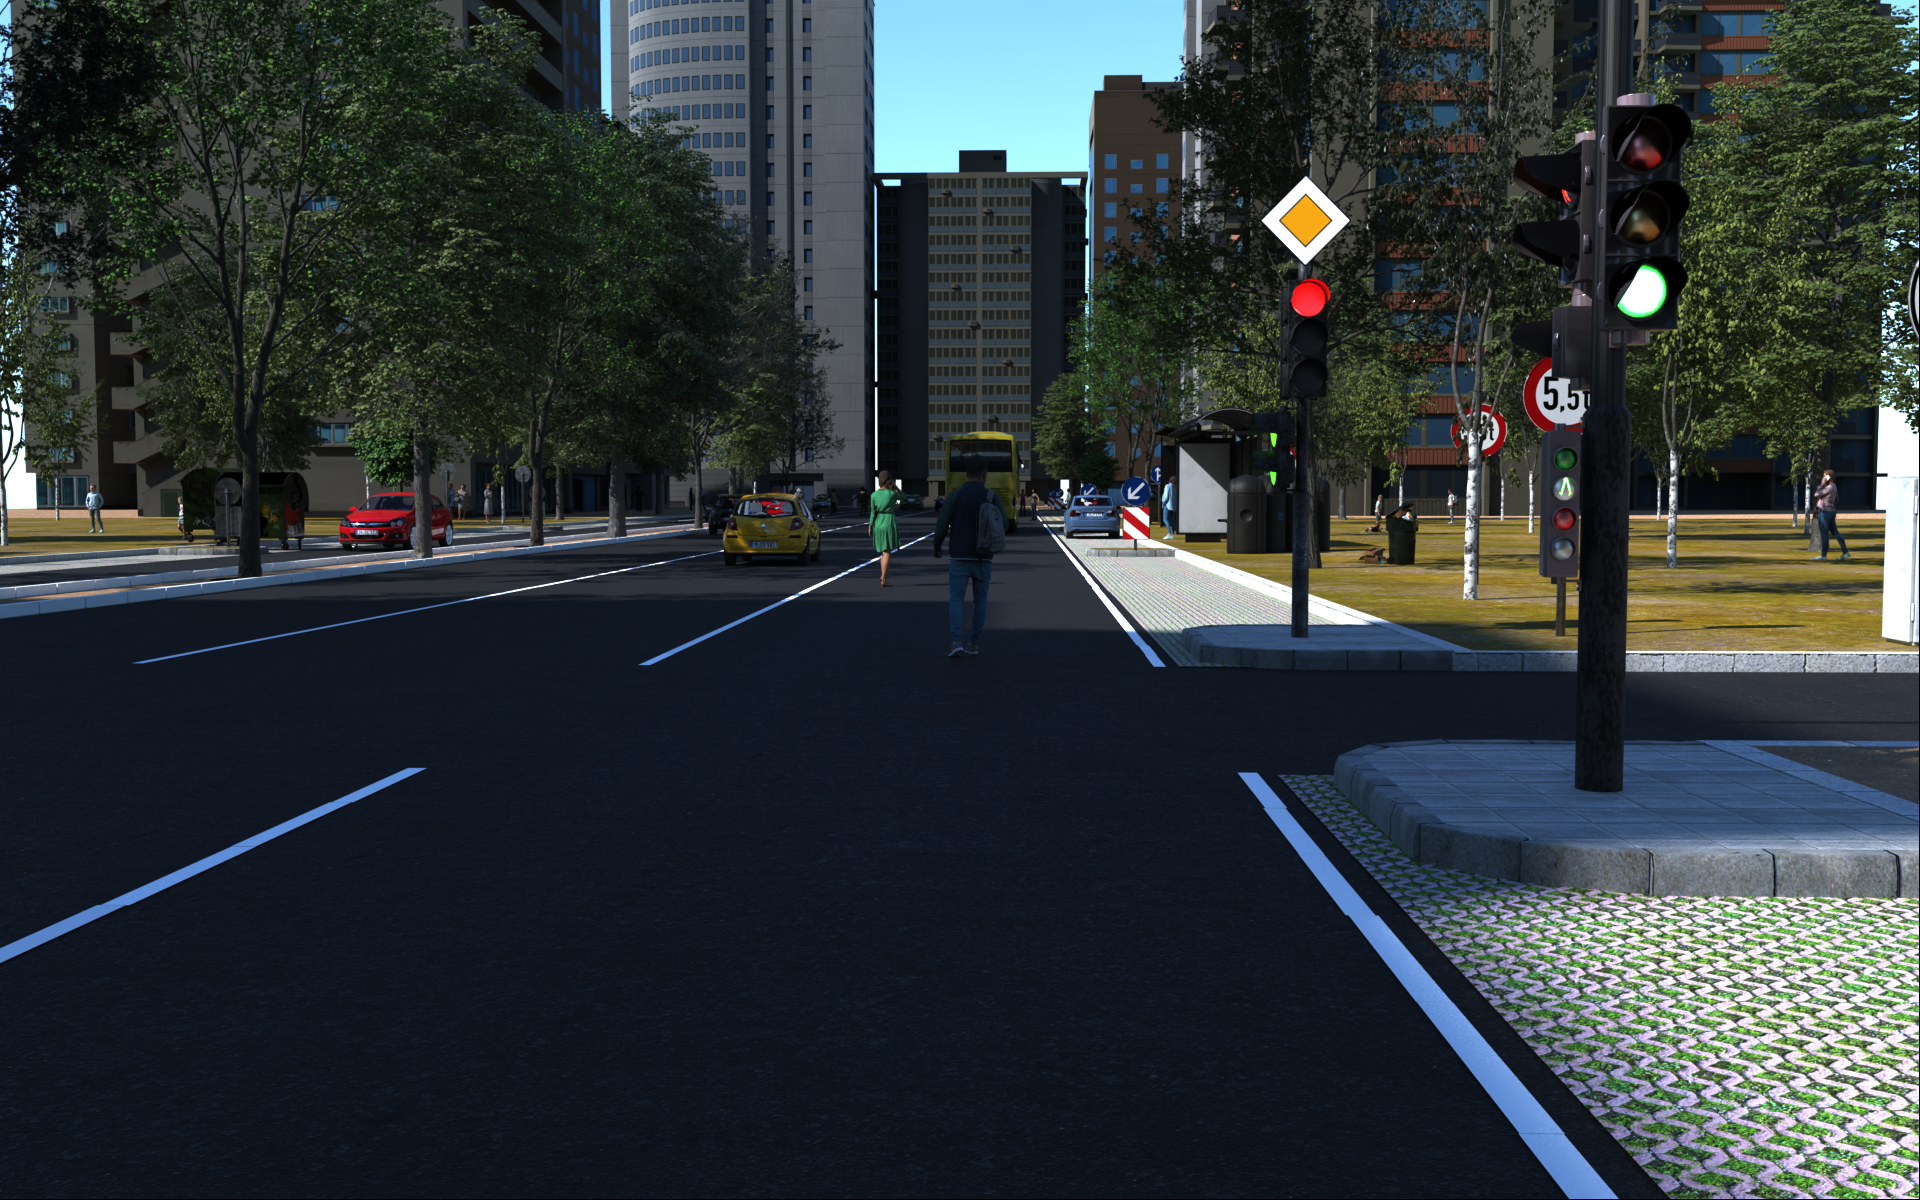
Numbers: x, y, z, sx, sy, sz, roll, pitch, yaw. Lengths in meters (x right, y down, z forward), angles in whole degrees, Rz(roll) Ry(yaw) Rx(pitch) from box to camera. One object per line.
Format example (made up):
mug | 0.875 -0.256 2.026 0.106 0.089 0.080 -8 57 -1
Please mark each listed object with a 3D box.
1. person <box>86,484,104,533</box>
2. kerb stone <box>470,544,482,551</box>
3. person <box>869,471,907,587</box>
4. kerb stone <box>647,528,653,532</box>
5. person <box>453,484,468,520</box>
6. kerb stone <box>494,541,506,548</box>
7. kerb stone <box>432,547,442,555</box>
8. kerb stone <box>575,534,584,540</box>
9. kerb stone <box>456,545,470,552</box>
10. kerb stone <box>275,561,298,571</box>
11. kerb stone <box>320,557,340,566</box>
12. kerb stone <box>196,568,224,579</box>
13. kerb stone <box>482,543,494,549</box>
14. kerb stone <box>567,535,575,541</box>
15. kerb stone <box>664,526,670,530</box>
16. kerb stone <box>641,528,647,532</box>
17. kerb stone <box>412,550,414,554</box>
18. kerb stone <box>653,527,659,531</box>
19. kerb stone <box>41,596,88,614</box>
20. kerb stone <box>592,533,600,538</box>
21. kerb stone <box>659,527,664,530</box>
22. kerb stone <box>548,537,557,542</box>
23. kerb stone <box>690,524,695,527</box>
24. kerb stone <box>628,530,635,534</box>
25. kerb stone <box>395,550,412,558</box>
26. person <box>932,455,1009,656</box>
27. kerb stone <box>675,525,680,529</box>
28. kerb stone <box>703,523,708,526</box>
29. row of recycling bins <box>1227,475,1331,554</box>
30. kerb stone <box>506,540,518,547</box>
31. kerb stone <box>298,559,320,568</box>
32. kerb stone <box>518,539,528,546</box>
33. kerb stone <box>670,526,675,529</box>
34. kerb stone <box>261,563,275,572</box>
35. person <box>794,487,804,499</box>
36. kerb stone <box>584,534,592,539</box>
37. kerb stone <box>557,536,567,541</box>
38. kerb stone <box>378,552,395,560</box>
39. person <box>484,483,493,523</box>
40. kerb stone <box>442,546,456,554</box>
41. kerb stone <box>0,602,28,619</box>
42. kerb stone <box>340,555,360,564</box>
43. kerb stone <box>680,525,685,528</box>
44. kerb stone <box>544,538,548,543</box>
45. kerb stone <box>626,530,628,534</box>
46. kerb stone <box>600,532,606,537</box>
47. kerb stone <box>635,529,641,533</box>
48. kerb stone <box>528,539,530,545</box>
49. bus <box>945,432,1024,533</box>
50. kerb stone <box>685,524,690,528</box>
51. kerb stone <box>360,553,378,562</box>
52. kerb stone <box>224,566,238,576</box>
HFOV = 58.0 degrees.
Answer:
person | -28.655 -3.026 57.323 0.589 1.601 0.330 0 4 4
kerb stone | -12.354 -1.320 43.771 0.120 0.150 1.000 0 4 2
person | -1.169 -1.113 26.944 0.600 1.795 0.529 1 4 16
kerb stone | -11.648 -2.572 64.262 0.120 0.150 1.000 0 4 2
person | -24.495 -4.803 84.933 0.716 1.782 0.532 0 4 -5
kerb stone | -12.275 -1.442 45.814 0.120 0.150 1.000 0 4 2
kerb stone | -12.453 -1.127 40.688 0.120 0.150 1.000 0 4 2
kerb stone | -11.990 -1.945 53.998 0.120 0.150 1.000 0 4 2
kerb stone | -12.379 -1.256 42.742 0.120 0.150 1.000 0 4 2
kerb stone | -12.737 -0.631 32.507 0.120 0.150 1.000 0 4 2
kerb stone | -12.674 -0.756 34.552 0.120 0.150 1.000 0 4 2
kerb stone | -12.843 -0.433 29.435 0.120 0.150 1.000 0 4 2
kerb stone | -12.319 -1.378 44.793 0.120 0.150 1.000 0 4 2
kerb stone | -12.036 -1.876 52.974 0.120 0.150 1.000 0 4 2
kerb stone | -11.547 -2.759 67.334 0.120 0.150 1.000 0 4 2
kerb stone | -11.683 -2.510 63.236 0.120 0.150 1.000 0 4 2
kerb stone | -12.487 -1.069 39.666 0.120 0.150 1.000 0 4 2
kerb stone | -11.617 -2.635 65.283 0.120 0.150 1.000 0 4 2
kerb stone | -11.025 0.064 21.174 0.120 0.150 1.000 0 4 2
kerb stone | -11.928 -2.068 56.052 0.120 0.150 1.000 0 4 2
kerb stone | -11.576 -2.695 66.308 0.120 0.150 1.000 0 4 2
kerb stone | -12.108 -1.757 50.928 0.120 0.150 1.000 0 4 2
kerb stone | -11.363 -3.074 72.458 0.120 0.150 1.000 0 4 2
kerb stone | -11.753 -2.384 61.185 0.120 0.150 1.000 0 4 2
kerb stone | -12.528 -1.006 38.642 0.120 0.150 1.000 0 4 2
person | 0.106 -0.402 15.420 0.623 1.781 0.721 -1 4 -17
kerb stone | -11.466 -2.886 69.377 0.120 0.150 1.000 0 4 2
kerb stone | -11.267 -3.262 75.525 0.120 0.150 1.000 0 4 2
row of recycling bins | 7.040 -1.911 38.364 1.069 1.692 3.534 3 5 42
kerb stone | -12.239 -1.507 46.835 0.120 0.150 1.000 0 4 2
kerb stone | -12.703 -0.691 33.530 0.120 0.150 1.000 0 4 2
kerb stone | -12.206 -1.568 47.860 0.120 0.150 1.000 0 4 2
kerb stone | -11.508 -2.820 68.355 0.120 0.150 1.000 0 4 2
kerb stone | -12.769 -0.568 31.477 0.120 0.150 1.000 0 4 2
person | -8.014 -4.749 86.333 0.537 1.800 0.526 1 4 9
kerb stone | -11.963 -2.008 55.028 0.120 0.150 1.000 0 4 2
kerb stone | -12.066 -1.820 51.951 0.120 0.150 1.000 0 4 2
kerb stone | -12.564 -0.943 37.618 0.120 0.150 1.000 0 4 2
person | -20.754 -4.272 76.462 0.524 1.755 0.480 1 4 21
kerb stone | -12.423 -1.190 41.716 0.120 0.150 1.000 0 4 2
kerb stone | -11.062 0.125 20.153 0.120 0.150 1.000 0 4 2
kerb stone | -12.633 -0.818 35.573 0.120 0.150 1.000 0 4 2
kerb stone | -11.435 -2.948 70.398 0.120 0.150 1.000 0 4 2
kerb stone | -12.136 -1.691 49.906 0.120 0.150 1.000 0 4 2
kerb stone | -11.787 -2.321 60.152 0.120 0.150 1.000 0 4 2
kerb stone | -11.896 -2.133 57.073 0.120 0.150 1.000 0 4 2
kerb stone | -11.713 -2.447 62.206 0.120 0.150 1.000 0 4 2
kerb stone | -12.172 -1.632 48.884 0.120 0.150 1.000 0 4 2
bus | 1.003 -4.630 67.249 2.896 3.916 12.252 0 4 3
kerb stone | -11.396 -3.011 71.430 0.120 0.150 1.000 0 4 2
kerb stone | -12.601 -0.881 36.596 0.120 0.150 1.000 0 4 2
kerb stone | -12.810 -0.502 30.456 0.120 0.150 1.000 0 4 2
